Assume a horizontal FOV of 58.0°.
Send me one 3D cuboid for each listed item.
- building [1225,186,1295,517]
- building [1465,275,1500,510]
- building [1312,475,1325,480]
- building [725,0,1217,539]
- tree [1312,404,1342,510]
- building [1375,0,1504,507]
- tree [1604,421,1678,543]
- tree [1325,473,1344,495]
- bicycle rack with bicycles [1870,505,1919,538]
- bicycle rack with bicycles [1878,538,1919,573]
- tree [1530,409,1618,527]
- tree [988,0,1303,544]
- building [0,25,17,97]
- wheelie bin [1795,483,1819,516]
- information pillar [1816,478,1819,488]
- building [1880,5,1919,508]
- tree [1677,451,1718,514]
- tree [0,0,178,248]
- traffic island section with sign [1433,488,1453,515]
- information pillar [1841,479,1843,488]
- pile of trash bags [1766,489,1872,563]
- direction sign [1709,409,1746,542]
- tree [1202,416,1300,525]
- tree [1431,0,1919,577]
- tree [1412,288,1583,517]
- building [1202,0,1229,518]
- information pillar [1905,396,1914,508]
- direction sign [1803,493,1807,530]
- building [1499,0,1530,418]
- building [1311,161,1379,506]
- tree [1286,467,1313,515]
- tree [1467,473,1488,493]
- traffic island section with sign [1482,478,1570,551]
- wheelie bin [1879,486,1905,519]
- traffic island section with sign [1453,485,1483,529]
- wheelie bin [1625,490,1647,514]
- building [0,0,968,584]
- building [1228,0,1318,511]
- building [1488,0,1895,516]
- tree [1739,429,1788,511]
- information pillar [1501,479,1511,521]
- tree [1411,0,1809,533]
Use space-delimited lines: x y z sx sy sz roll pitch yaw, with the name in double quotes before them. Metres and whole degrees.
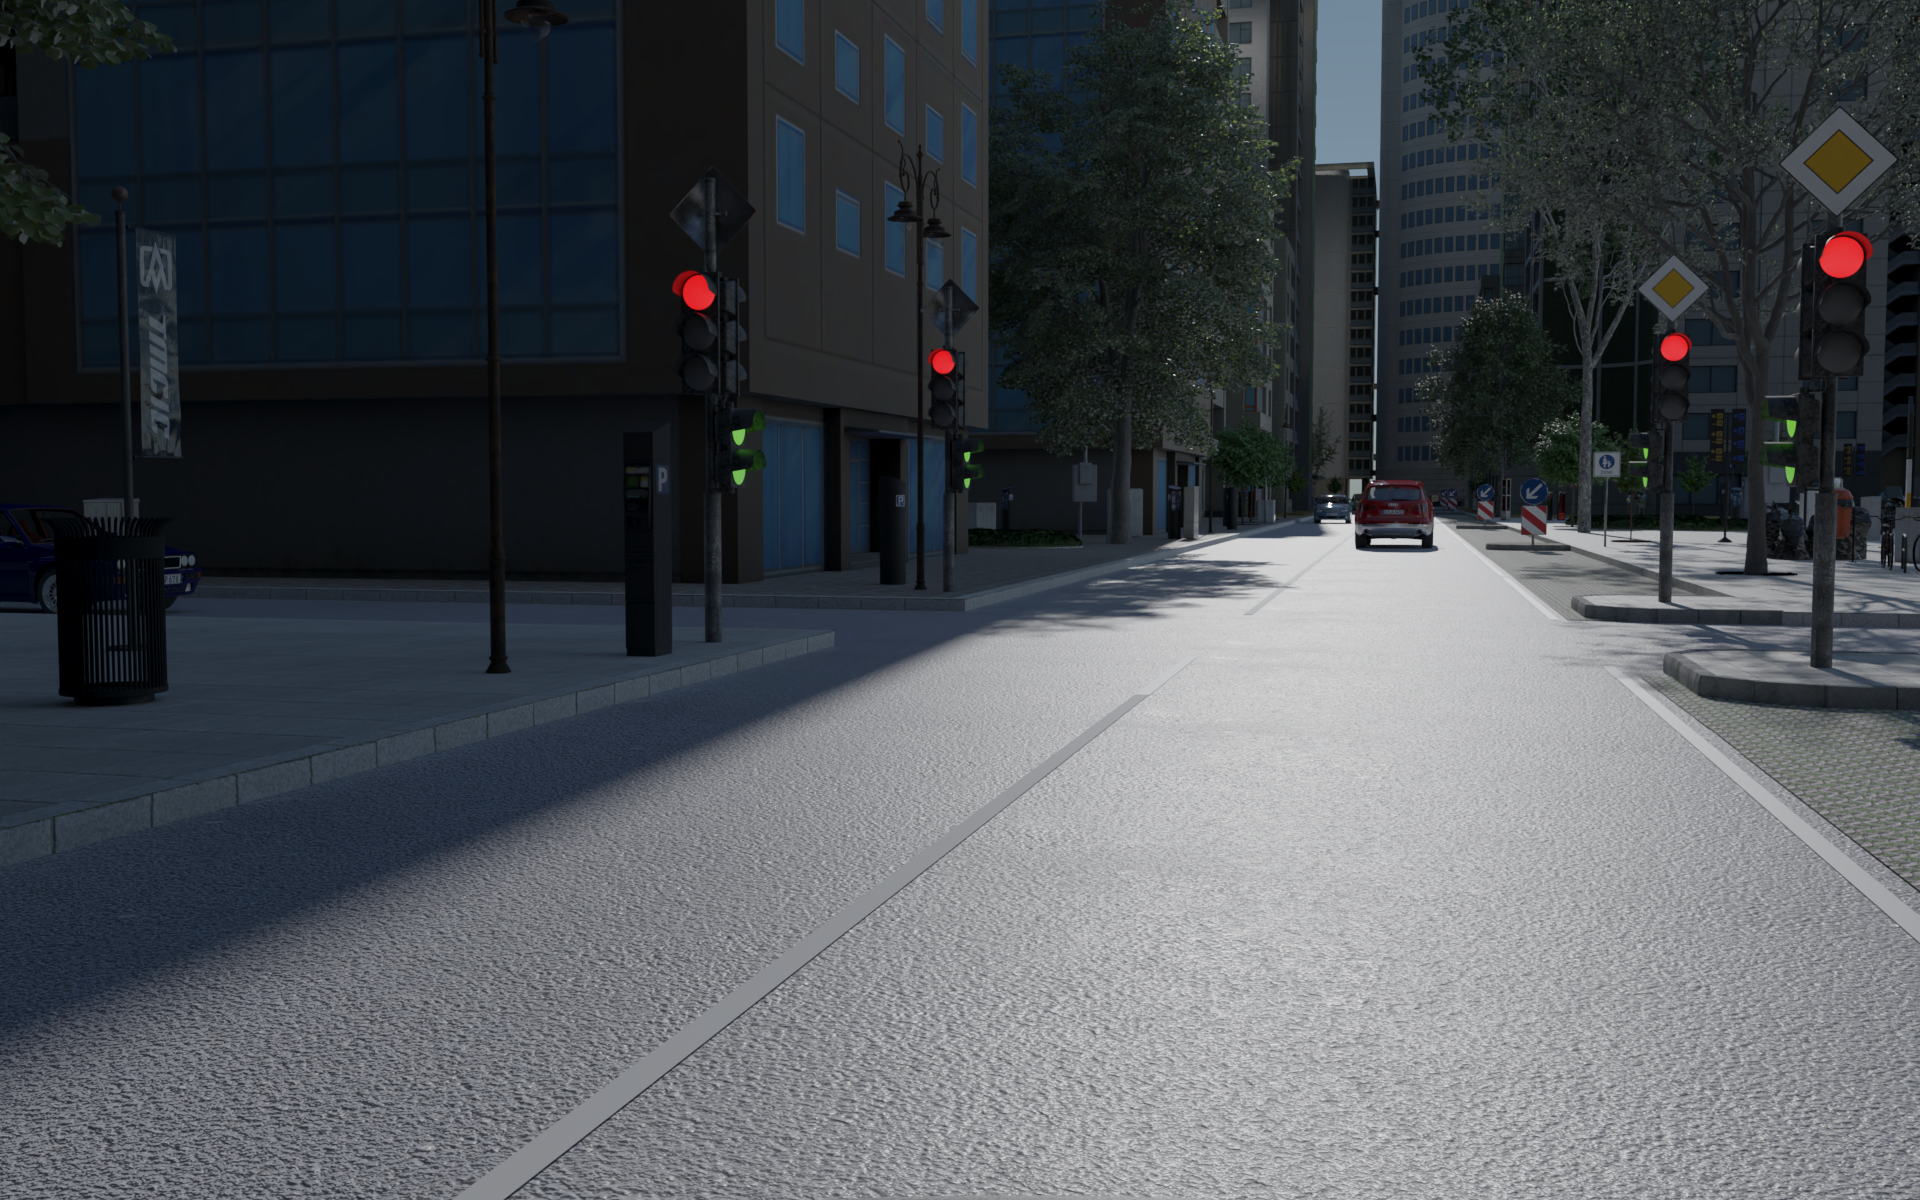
"building" 7.080 -16.473 114.377 27.650 21.520 28.899 1 4 14
"building" 58.035 -18.496 147.445 27.650 21.520 28.899 1 4 14
"building" 19.064 -31.001 161.496 28.867 44.769 22.147 1 4 14
"building" 1.319 -25.108 60.622 14.600 45.320 14.200 1 4 14
"tree" 29.082 -11.709 141.808 4.737 8.622 4.395 0 3 0
"building" 58.505 -39.148 182.063 28.212 58.520 21.231 1 4 14
"tree" 17.871 -3.141 45.951 1.663 3.219 1.824 0 3 0
"tree" 34.209 -10.025 158.505 1.663 3.219 1.824 0 3 0
"bicycle rack with bicycles" 28.994 -2.567 55.359 2.925 0.926 2.852 -3 5 -44
"bicycle rack with bicycles" 16.303 -0.914 28.325 2.852 0.926 2.925 2 4 28
"tree" 23.747 -5.094 66.997 4.285 4.588 4.351 0 3 0
"tree" 4.139 -8.422 44.351 9.857 13.997 8.962 0 3 0
"building" -21.461 -16.074 34.515 14.107 30.474 14.160 1 4 14
"wheelie bin" 25.176 -2.651 51.245 0.693 1.594 0.980 0 4 -6
"information pillar" 38.792 -4.502 78.094 0.304 2.012 0.304 0 4 1
"building" 83.275 -30.467 148.251 14.200 45.320 14.600 1 4 14
"tree" 32.484 -5.029 76.820 1.663 3.219 1.824 0 3 0
"tree" -6.041 -5.369 5.914 7.486 12.596 7.792 0 3 0
"traffic island section with sign" 33.904 -6.792 119.672 1.989 1.847 2.006 1 4 14
"information pillar" 43.653 -4.995 86.152 0.304 2.012 0.304 -1 4 -21
"pile of trash bags" 16.808 -1.476 33.884 1.912 1.369 3.447 1 4 12
"direction sign" 20.372 -3.304 46.025 0.876 3.537 0.379 1 4 13
"tree" 11.792 -5.423 72.380 4.285 4.588 4.351 0 3 0
"tree" 12.586 -7.146 27.207 12.009 13.543 11.850 0 3 0
"tree" 30.308 -11.005 96.943 9.611 12.733 9.660 0 3 0
"building" 1.759 -28.342 87.101 21.300 48.544 21.600 1 4 14
"information pillar" 22.712 -3.064 41.454 0.183 3.616 0.504 2 4 25
"direction sign" 21.461 -3.176 43.930 0.379 3.537 0.876 3 4 36
"building" 47.072 -27.150 127.505 14.154 41.232 14.086 1 4 14
"building" 34.702 -30.763 194.854 23.993 40.220 32.217 1 4 14
"tree" 20.872 -6.938 108.045 1.663 3.219 1.824 0 3 0
"tree" 38.214 -8.156 127.945 1.663 3.219 1.824 0 3 0
"traffic island section with sign" 14.540 -2.188 44.396 1.989 1.847 2.006 1 4 14
"wheelie bin" 38.655 -3.913 71.891 0.980 1.594 0.693 1 4 9
"traffic island section with sign" 21.341 -3.804 70.830 1.989 1.847 2.006 1 4 14
"wheelie bin" 29.957 -4.207 76.692 0.980 1.594 0.693 -3 4 -36
"building" -7.835 -23.319 31.385 14.600 45.320 14.200 1 4 14
"building" 19.693 -27.469 132.718 14.154 41.232 14.086 1 4 14
"building" 44.851 -40.999 108.588 20.563 71.187 20.611 1 4 14
"tree" 39.580 -6.138 84.070 4.285 4.588 4.351 0 3 0
"information pillar" 26.367 -4.839 83.616 0.304 2.012 0.304 -2 4 -29
"tree" 21.988 -12.251 56.187 12.611 20.169 13.585 0 3 0
